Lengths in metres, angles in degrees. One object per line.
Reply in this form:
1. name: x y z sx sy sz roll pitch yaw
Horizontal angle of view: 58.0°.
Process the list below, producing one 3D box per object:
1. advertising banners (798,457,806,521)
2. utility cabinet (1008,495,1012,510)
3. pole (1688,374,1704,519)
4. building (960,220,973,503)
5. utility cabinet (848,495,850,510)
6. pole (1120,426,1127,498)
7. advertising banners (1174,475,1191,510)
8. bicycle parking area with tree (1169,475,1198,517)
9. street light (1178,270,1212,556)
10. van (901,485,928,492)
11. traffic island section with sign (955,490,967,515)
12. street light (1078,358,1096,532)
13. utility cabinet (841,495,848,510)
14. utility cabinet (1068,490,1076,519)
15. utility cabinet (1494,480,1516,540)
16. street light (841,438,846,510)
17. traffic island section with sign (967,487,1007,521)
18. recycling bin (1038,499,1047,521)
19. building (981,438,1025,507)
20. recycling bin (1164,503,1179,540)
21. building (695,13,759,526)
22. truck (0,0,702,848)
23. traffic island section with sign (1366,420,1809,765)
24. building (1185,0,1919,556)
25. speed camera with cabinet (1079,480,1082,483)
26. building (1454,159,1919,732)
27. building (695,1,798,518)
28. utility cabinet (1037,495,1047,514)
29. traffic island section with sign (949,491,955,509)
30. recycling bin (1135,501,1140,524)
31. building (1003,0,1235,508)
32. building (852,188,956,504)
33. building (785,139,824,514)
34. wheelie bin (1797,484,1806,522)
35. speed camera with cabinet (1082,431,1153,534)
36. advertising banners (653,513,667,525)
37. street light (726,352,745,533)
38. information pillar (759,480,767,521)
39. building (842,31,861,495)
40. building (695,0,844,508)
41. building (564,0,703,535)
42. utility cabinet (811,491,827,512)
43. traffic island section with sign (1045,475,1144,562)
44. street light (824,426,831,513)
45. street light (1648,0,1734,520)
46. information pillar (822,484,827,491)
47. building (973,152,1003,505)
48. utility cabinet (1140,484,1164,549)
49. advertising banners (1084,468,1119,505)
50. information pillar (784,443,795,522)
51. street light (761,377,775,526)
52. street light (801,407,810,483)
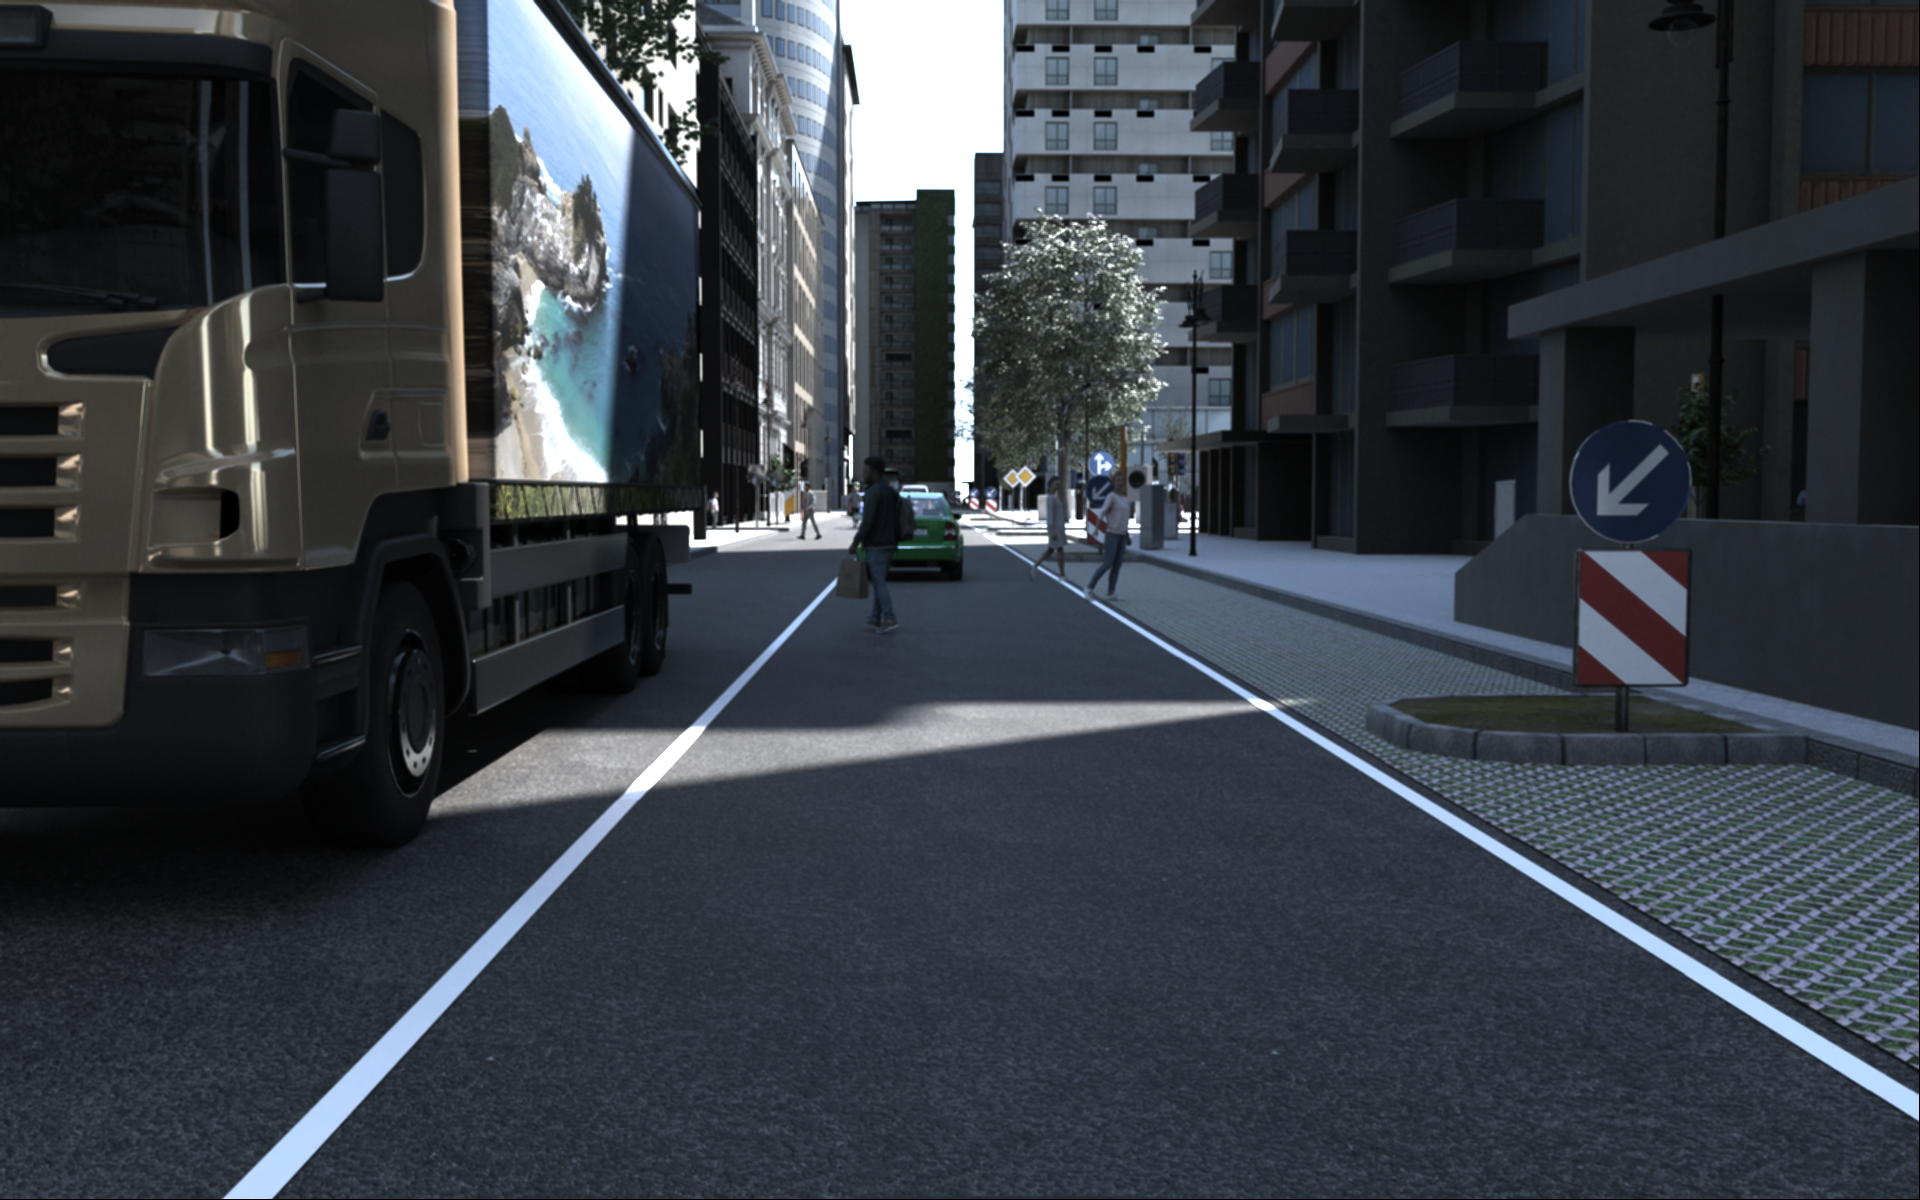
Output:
1. advertising banners: -7.631 -5.354 83.729 0.090 3.025 2.074 0 4 5
2. utility cabinet: 4.051 -7.962 141.343 0.306 1.237 1.020 0 4 0
3. pole: 12.535 -2.182 29.516 0.158 3.312 0.155 0 3 0
4. building: 14.565 -35.703 238.376 28.867 44.769 22.147 0 4 -1
5. utility cabinet: -9.103 -7.995 141.884 0.306 1.237 1.020 1 4 15
6. pole: 4.906 -3.558 52.019 0.158 3.312 0.155 0 3 0
7. advertising banners: 17.819 -8.745 139.164 2.074 3.025 0.090 -3 4 -38
8. bicycle parking area with tree: 14.246 -6.647 95.680 8.231 4.147 9.016 0 4 2
9. street light: 4.846 -3.858 35.863 0.468 5.910 1.993 0 4 -1
10. van: -2.260 -4.828 85.956 2.013 2.044 4.112 0 4 -1
11. traffic island section with sign: 0.855 -6.824 120.208 1.989 1.847 2.006 0 4 -1
12. street light: 4.331 -5.276 59.057 0.468 5.910 1.993 0 4 -1
13. utility cabinet: -9.488 -7.919 140.642 0.306 1.237 1.020 0 4 -1
14. utility cabinet: 5.890 -4.912 88.998 0.318 1.500 1.173 2 4 32
15. utility cabinet: 8.488 -1.122 27.028 0.318 1.500 1.173 1 4 18
16. street light: -9.266 -10.128 138.382 0.468 5.910 1.993 0 4 -1
17. traffic island section with sign: 1.515 -5.136 92.596 1.989 1.847 2.006 0 4 -1
18. recycling bin: 4.113 -4.285 82.614 0.722 1.027 0.722 1 4 11
19. building: 13.958 -53.422 186.113 22.319 86.520 31.000 0 4 -1
20. recycling bin: 5.797 -2.227 48.963 0.722 1.027 0.722 1 4 10
21. building: -15.792 -15.068 76.045 12.332 23.373 15.834 0 4 -1
22. truck: -3.472 -1.313 10.385 2.839 4.237 11.283 0 4 -1
23. traffic island section with sign: 3.463 -0.087 10.044 1.989 1.847 2.006 0 4 -1
24. building: 17.824 -23.808 43.879 22.147 44.769 28.867 0 4 -1
25. speed camera with cabinet: 7.756 -7.467 116.422 2.038 3.252 0.660 -1 4 -21
26. building: 21.258 -19.440 9.723 32.217 40.220 23.993 0 4 -1
27. building: -16.572 -18.847 95.531 14.401 28.519 23.554 0 4 -1
28. utility cabinet: 5.334 -6.021 109.609 0.306 1.237 1.020 -3 5 -41
29. traffic island section with sign: -0.296 -9.852 169.701 1.989 1.847 2.006 0 4 -1
30. recycling bin: 7.866 -3.726 73.476 0.722 1.027 0.722 -1 4 -13
31. building: 17.900 -34.789 158.035 28.713 52.752 27.495 0 4 -1
32. building: -7.617 -33.662 233.960 14.086 41.232 14.154 0 4 -1
33. building: -20.357 -19.585 124.730 19.350 26.468 34.151 0 4 -1
34. wheelie bin: 14.506 -1.296 29.092 0.980 1.594 0.693 -1 4 -16
35. speed camera with cabinet: 5.006 -3.677 54.462 2.038 3.252 0.660 2 4 26
36. advertising banners: -6.895 -2.692 40.208 0.090 3.025 2.074 0 4 3
37. street light: -7.310 -5.129 56.641 0.468 5.910 1.993 0 4 -1
38. information pillar: -9.371 -4.779 82.631 0.304 2.012 0.304 2 4 27
39. building: -25.794 -37.520 202.687 27.495 52.752 28.713 0 4 -1
40. building: -21.678 -37.529 155.592 21.231 58.520 28.212 0 4 -1
41. building: -22.658 -12.098 42.843 28.899 21.520 27.650 0 4 -1
42. utility cabinet: -9.640 -6.744 118.941 1.173 1.500 0.318 0 4 2
43. traffic island section with sign: 2.828 -1.735 36.991 1.989 1.847 2.006 0 4 -1
44. street light: -8.781 -8.709 115.186 0.468 5.910 1.993 0 4 -1
45. street light: 5.425 -2.422 12.383 0.468 5.910 1.993 0 4 -1
46. information pillar: -10.070 -7.613 128.968 0.304 2.012 0.304 2 4 31
47. building: 8.576 -32.188 209.876 14.154 41.232 14.086 0 4 -1
48. utility cabinet: 4.454 -1.931 40.254 0.318 1.500 1.173 1 4 20
49. advertising banners: 8.074 -6.277 98.811 2.074 3.025 0.090 1 4 8
50. information pillar: -7.868 -5.405 79.723 0.504 3.616 0.183 -1 4 -9
51. street light: -7.616 -5.870 68.765 0.468 5.910 1.993 0 4 -1
52. street light: -8.198 -7.289 91.958 0.468 5.910 1.993 0 4 -1
